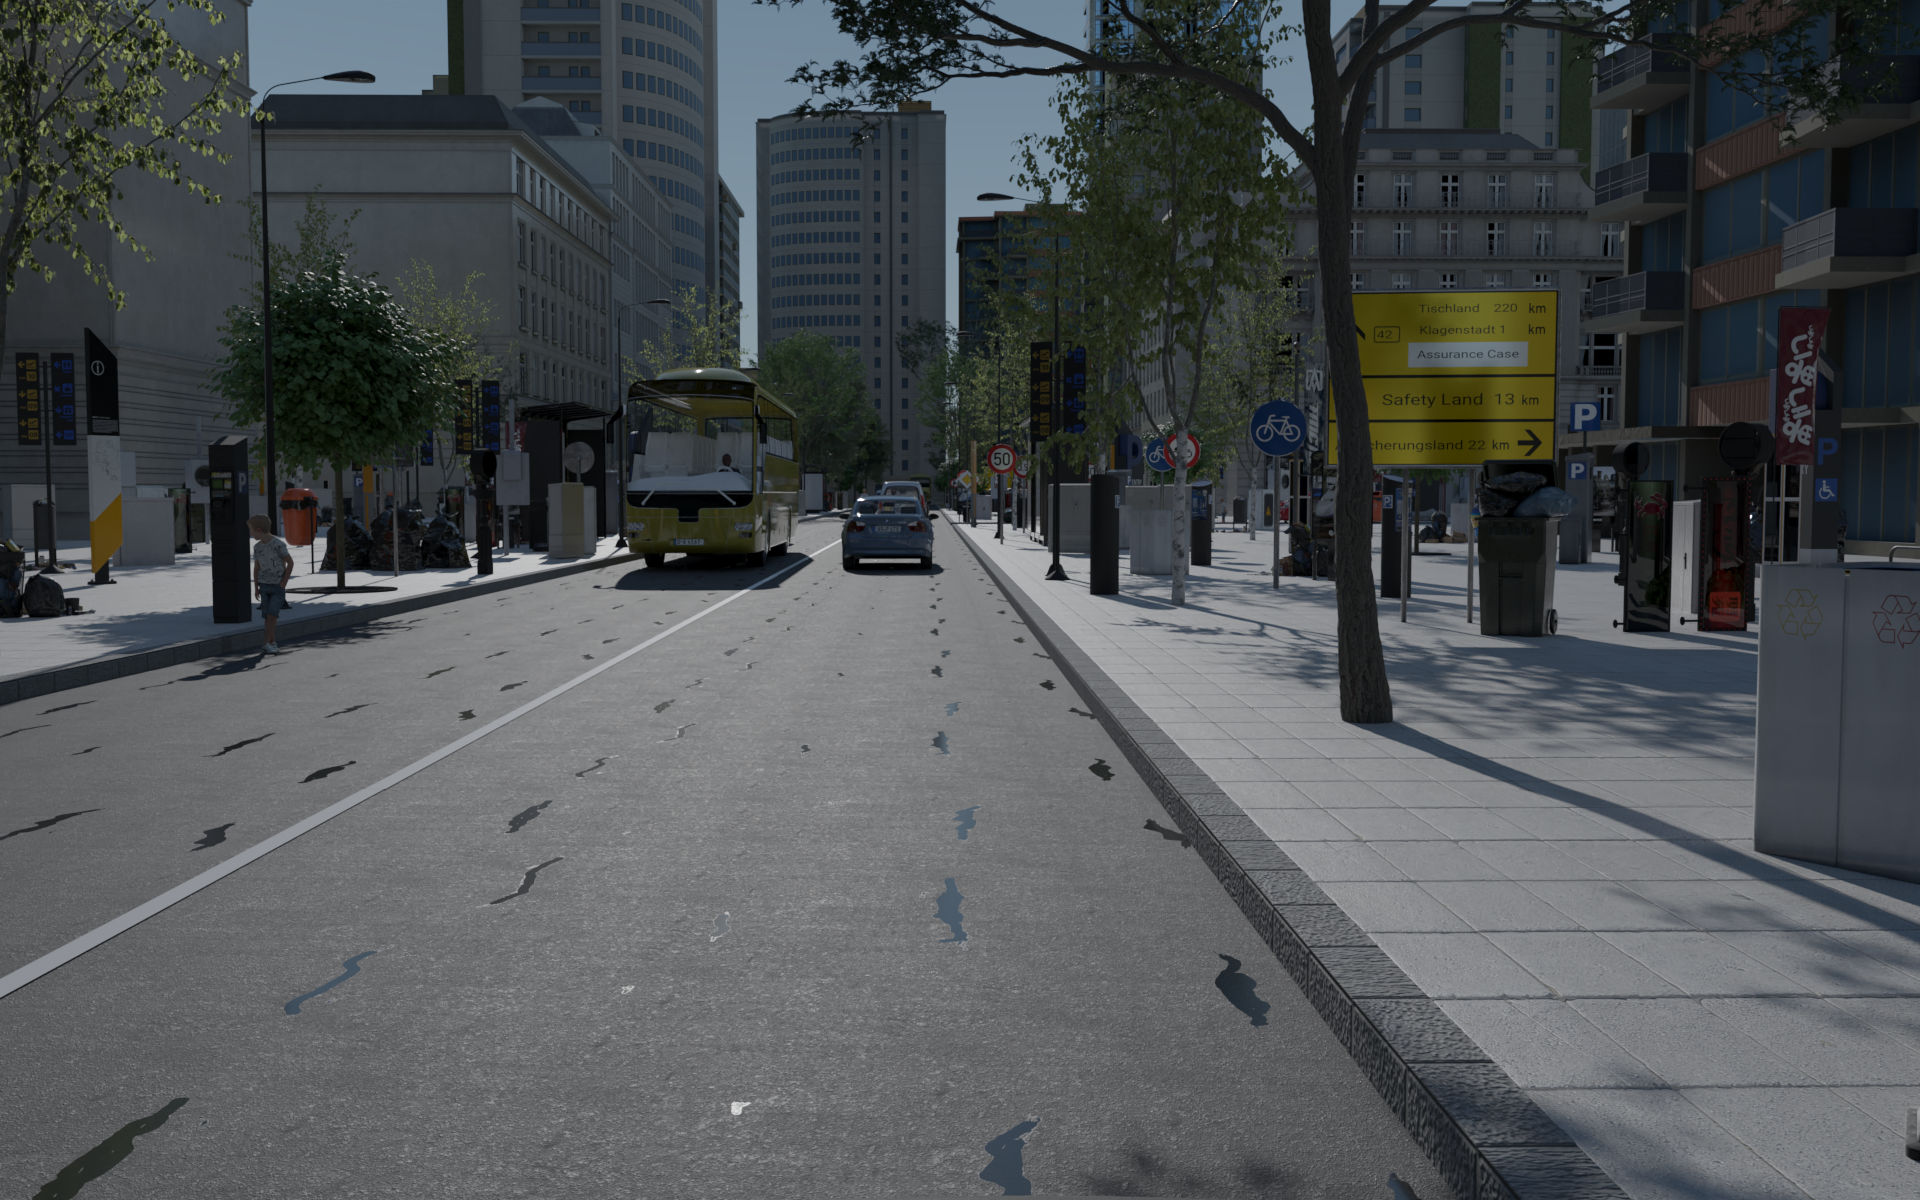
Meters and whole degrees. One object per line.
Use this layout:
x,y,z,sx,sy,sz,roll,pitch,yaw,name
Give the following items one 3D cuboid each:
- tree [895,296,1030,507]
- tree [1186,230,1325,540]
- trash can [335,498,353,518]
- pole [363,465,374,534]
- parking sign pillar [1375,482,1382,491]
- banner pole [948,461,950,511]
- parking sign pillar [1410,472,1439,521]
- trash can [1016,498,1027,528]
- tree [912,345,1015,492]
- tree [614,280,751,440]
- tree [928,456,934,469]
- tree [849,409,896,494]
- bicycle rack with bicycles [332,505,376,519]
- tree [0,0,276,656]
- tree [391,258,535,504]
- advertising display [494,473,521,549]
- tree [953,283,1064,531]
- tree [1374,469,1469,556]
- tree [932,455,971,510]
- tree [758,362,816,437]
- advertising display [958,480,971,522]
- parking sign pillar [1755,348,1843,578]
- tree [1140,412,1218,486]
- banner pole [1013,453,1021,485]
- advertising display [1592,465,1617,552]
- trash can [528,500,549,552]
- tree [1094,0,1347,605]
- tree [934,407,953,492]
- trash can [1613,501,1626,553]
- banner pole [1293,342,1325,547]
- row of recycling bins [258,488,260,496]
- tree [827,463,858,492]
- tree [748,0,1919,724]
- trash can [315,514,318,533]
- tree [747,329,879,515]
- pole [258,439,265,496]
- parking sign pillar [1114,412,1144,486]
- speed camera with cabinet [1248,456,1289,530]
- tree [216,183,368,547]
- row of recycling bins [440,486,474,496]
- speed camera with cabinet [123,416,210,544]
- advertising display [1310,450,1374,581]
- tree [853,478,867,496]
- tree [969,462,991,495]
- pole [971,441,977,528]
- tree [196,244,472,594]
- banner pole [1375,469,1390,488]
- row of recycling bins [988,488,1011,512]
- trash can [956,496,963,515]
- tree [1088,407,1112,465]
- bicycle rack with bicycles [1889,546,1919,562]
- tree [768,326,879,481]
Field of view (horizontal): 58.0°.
0.517,-18.895,164.825,12.611,20.169,13.585,0,3,0,tree
8.163,-5.976,48.073,4.360,8.622,3.978,0,3,0,tree
-24.804,-3.552,69.732,0.748,1.137,0.748,0,3,0,trash can
-12.987,-2.701,37.997,0.158,3.312,0.155,0,3,0,pole
20.948,-5.986,86.349,1.447,3.967,1.447,2,4,35,parking sign pillar
-0.823,-8.552,129.849,0.401,3.779,0.863,0,4,7,banner pole
22.049,-5.719,81.984,1.447,3.967,1.447,-2,4,-25,parking sign pillar
2.353,-3.282,65.315,0.748,1.137,0.748,0,3,0,trash can
0.230,-11.994,121.857,9.928,11.665,9.643,0,3,0,tree
-9.166,-6.660,59.248,4.360,8.622,3.978,0,3,0,tree
-1.623,-16.463,219.534,4.360,8.622,3.978,0,3,0,tree
-11.954,-18.937,227.739,7.486,12.596,7.792,0,3,0,tree
-28.056,-4.149,81.219,2.925,0.926,2.852,-1,4,-10,bicycle rack with bicycles
-7.699,-3.873,13.690,4.360,8.622,3.978,0,3,0,tree
-16.058,-6.314,53.600,4.360,8.622,3.978,0,3,0,tree
-10.623,-2.169,40.675,0.123,1.923,0.974,1,4,18,advertising display
1.898,-6.759,60.876,4.360,8.622,3.978,0,3,0,tree
9.754,-3.233,36.574,4.285,4.588,4.351,0,3,0,tree
-0.346,-9.722,142.661,4.285,4.588,4.351,0,3,0,tree
-10.148,-8.903,95.921,4.737,8.622,4.395,0,3,0,tree
0.303,-4.539,79.419,0.974,1.923,0.123,3,4,38,advertising display
12.909,-2.326,26.501,1.447,3.967,1.447,0,4,-4,parking sign pillar
8.627,-5.242,69.428,4.285,4.588,4.351,0,3,0,tree
3.095,-6.309,93.168,0.401,3.779,0.863,3,5,41,banner pole
14.023,-2.029,38.381,0.974,1.923,0.123,1,4,19,advertising display
-9.317,-1.652,38.668,0.748,1.137,0.748,0,3,0,trash can
2.524,-4.262,20.046,4.737,8.622,4.395,0,3,0,tree
0.927,-9.985,113.616,4.360,8.622,3.978,0,3,0,tree
14.178,-1.527,36.622,0.748,1.137,0.748,0,3,0,trash can
5.752,-2.369,28.754,0.863,3.779,0.401,-2,4,-32,banner pole
-36.063,-4.867,86.692,3.534,1.692,1.069,3,5,39,row of recycling bins
-11.561,-11.376,169.712,4.285,4.588,4.351,0,3,0,tree
2.020,-4.604,9.683,7.601,10.594,8.767,2,4,32,tree
-20.378,-2.592,54.040,0.748,1.137,0.748,0,3,0,trash can
-9.915,-11.142,107.924,9.928,11.665,9.643,0,3,0,tree
-25.955,-4.315,64.396,0.158,3.312,0.155,0,3,0,pole
5.563,-4.190,56.972,1.447,3.967,1.447,2,4,34,parking sign pillar
11.073,-4.135,61.938,0.660,3.252,2.038,3,4,39,speed camera with cabinet
-15.940,-5.590,41.756,4.737,8.622,4.395,0,3,0,tree
-26.036,-5.042,89.542,1.069,1.692,3.534,0,4,3,row of recycling bins
-19.688,-2.999,43.377,2.038,3.252,0.660,-3,5,-41,speed camera with cabinet
5.600,-1.237,25.438,0.974,1.923,0.123,3,5,41,advertising display
-11.719,-12.944,206.243,1.663,3.219,1.824,0,3,0,tree
1.191,-6.722,104.504,1.663,3.219,1.824,0,3,0,tree
0.523,-4.433,66.321,0.158,3.312,0.155,0,3,0,pole
-8.279,-2.391,22.804,4.285,4.588,4.351,0,3,0,tree
34.381,-9.255,141.334,0.401,3.779,0.863,-3,5,-42,banner pole
2.974,-7.043,122.260,1.069,1.692,3.534,-2,4,-26,row of recycling bins
0.100,-5.904,108.186,0.748,1.137,0.748,0,3,0,trash can
10.799,-11.701,141.675,4.360,8.622,3.978,0,3,0,tree
13.250,-0.529,22.035,2.852,0.926,2.925,-1,4,-11,bicycle rack with bicycles
-10.823,-13.696,130.587,9.857,13.997,8.962,0,3,0,tree
